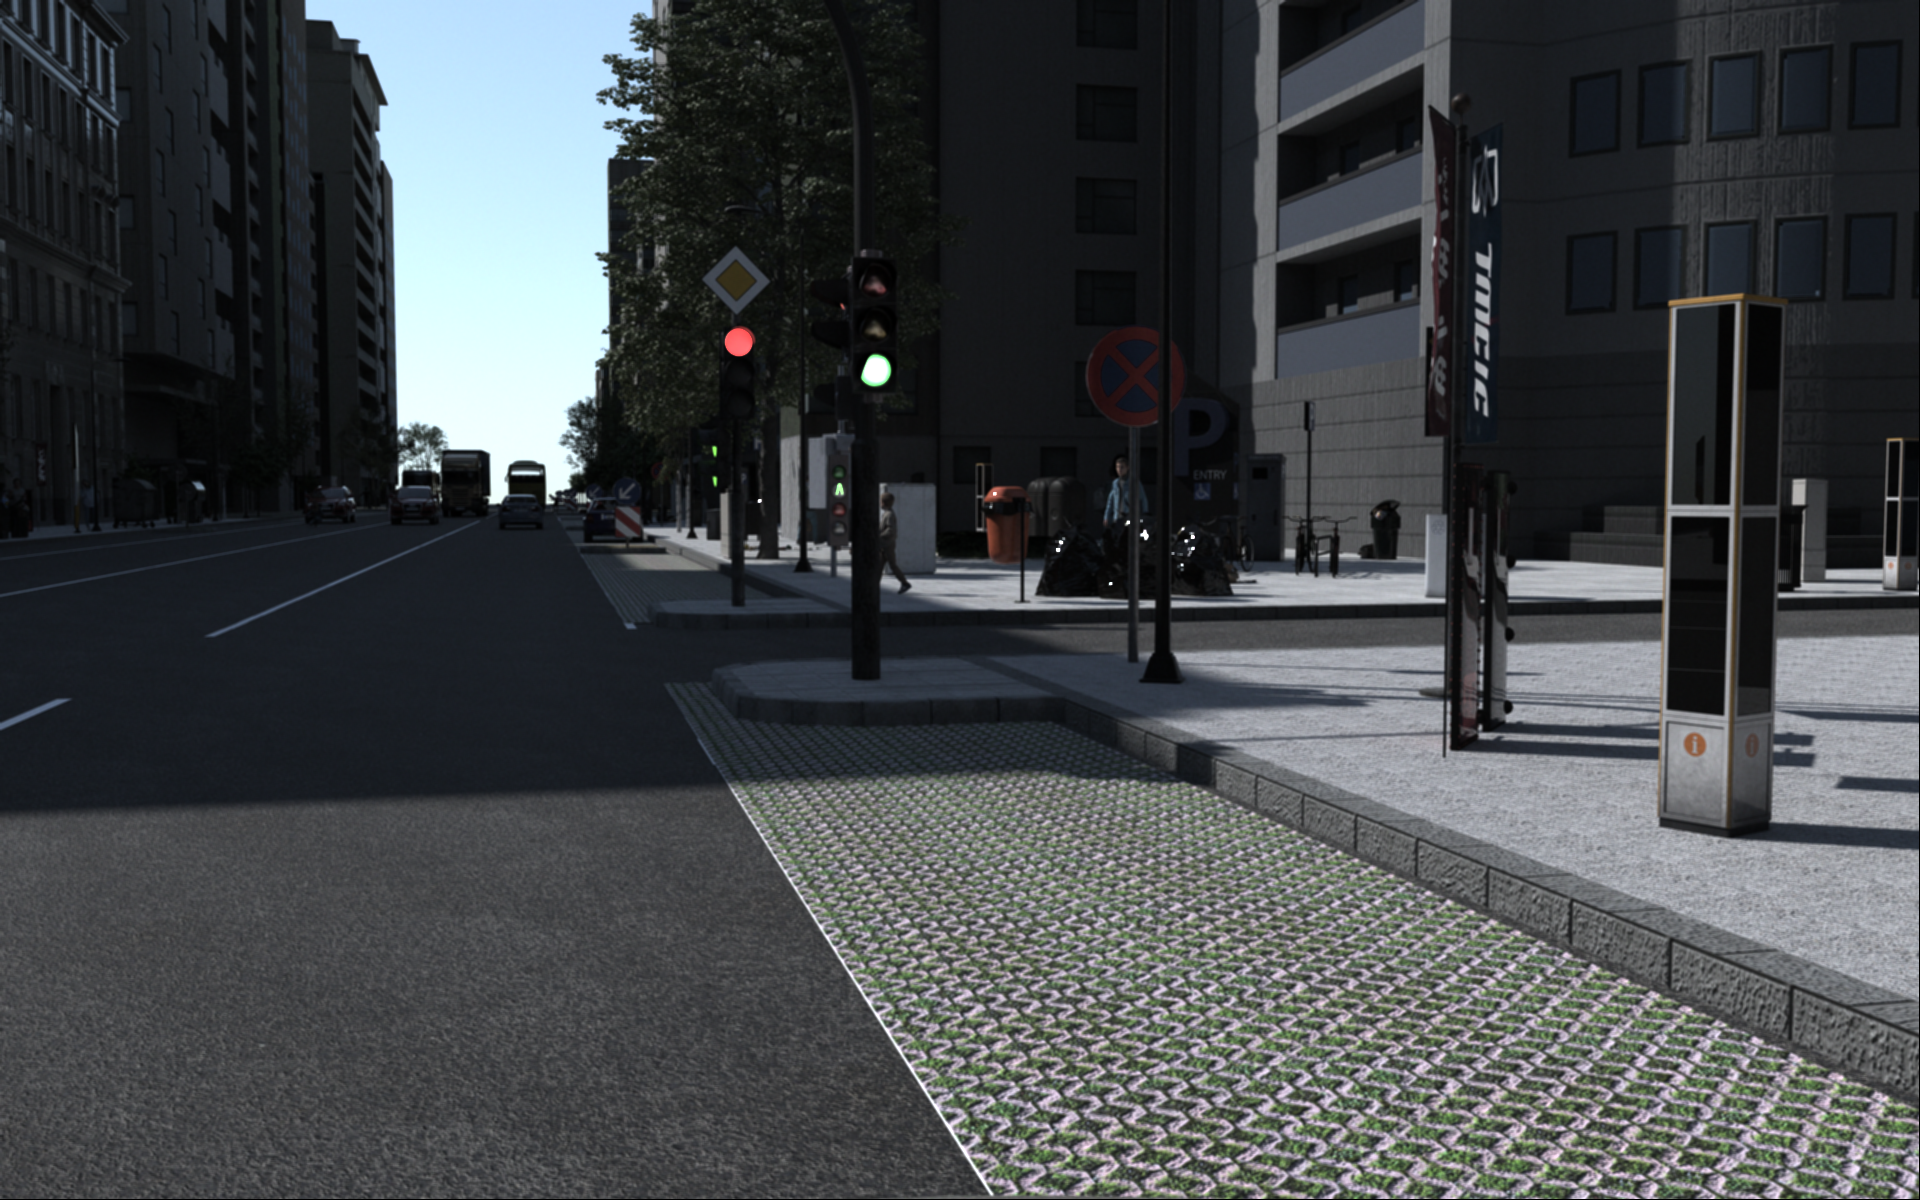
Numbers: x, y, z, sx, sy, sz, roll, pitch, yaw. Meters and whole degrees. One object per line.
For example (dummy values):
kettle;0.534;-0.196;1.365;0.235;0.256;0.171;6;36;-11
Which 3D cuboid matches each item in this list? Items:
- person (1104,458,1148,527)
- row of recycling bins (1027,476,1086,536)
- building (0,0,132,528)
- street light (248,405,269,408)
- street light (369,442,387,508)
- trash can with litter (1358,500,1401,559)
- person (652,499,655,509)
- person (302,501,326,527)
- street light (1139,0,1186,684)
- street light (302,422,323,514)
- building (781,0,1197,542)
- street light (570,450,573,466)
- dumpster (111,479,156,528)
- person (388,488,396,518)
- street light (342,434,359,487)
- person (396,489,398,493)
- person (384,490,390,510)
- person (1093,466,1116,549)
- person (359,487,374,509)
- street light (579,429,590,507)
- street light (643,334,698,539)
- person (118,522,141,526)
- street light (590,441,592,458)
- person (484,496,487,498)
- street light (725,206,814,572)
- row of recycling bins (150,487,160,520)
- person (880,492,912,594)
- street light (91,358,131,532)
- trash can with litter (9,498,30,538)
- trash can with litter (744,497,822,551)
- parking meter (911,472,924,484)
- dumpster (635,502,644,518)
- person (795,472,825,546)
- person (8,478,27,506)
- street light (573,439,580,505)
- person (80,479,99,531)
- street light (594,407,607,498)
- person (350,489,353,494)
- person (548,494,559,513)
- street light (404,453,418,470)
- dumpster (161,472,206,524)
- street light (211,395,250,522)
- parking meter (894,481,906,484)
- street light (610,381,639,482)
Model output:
person;2.335;-1.094;24.269;0.601;1.785;0.444;3;5;41
row of recycling bins;2.280;-2.136;42.033;1.069;1.692;3.534;-1;4;-8
building;-41.770;-16.538;67.656;12.463;27.353;25.104;-1;4;-14
street light;-36.651;-7.192;90.128;1.470;5.913;1.316;-1;4;-14
street light;-52.166;-11.138;154.651;1.470;5.913;1.316;-1;4;-14
trash can with litter;8.198;-1.389;34.092;0.624;1.170;1.055;-1;4;-21
person;-16.138;-5.070;89.059;0.853;1.813;0.709;2;4;25
person;-28.059;-3.765;75.556;1.012;1.151;0.738;1;4;12
street light;0.861;-2.387;11.572;1.470;5.913;1.316;-1;4;-14
street light;-41.724;-8.505;111.596;1.470;5.913;1.316;-1;4;-14
building;1.062;-17.251;53.761;14.160;30.474;14.107;-1;4;-14
street light;-36.711;-11.926;167.533;1.470;5.913;1.316;-1;4;-14
dumpster;-31.135;-3.638;65.235;1.264;1.857;1.865;-1;4;-14
person;-31.201;-5.271;95.352;0.621;1.740;0.551;1;4;20
street light;-46.946;-9.832;133.288;1.470;5.913;1.316;-1;4;-14
person;-59.515;-10.835;183.197;0.705;1.823;1.348;1;4;14
person;-50.468;-8.807;153.049;0.990;1.755;0.434;-3;4;-38
person;2.899;-1.638;32.812;0.713;1.824;0.794;1;4;21
person;-52.630;-9.045;153.556;1.348;1.869;0.705;-1;4;-14
street light;-26.078;-9.213;123.169;1.470;5.913;1.316;-1;4;-14
street light;-8.257;-4.716;49.641;1.470;5.913;1.316;-1;4;-14
person;-33.083;-3.830;68.943;0.850;1.792;0.678;-3;5;-42
street light;-20.504;-7.831;100.570;1.470;5.913;1.316;-1;4;-14
person;-44.320;-9.247;160.513;1.217;1.723;0.721;-3;5;-42
street light;-3.103;-3.405;28.217;1.470;5.913;1.316;-1;4;-14
row of recycling bins;-40.111;-4.686;83.730;1.069;1.692;3.534;1;4;16
person;-0.922;-0.725;22.173;0.640;1.303;0.475;-1;4;-23
street light;-29.029;-5.302;59.236;1.470;5.913;1.316;-1;4;-14
trash can with litter;-27.696;-2.390;50.471;1.055;1.170;0.624;-2;4;-26
trash can with litter;-4.266;-1.753;39.727;2.233;1.210;1.678;-1;4;-11
parking meter;-1.135;-2.489;46.399;0.255;1.863;0.399;1;4;21
dumpster;-16.505;-4.987;87.290;1.264;1.857;1.865;-1;4;-13
person;-3.744;-2.239;42.637;0.713;1.824;0.794;-2;4;-34
person;-29.408;-2.905;53.899;0.532;1.782;0.716;3;5;41
street light;-31.564;-10.605;145.940;1.470;5.913;1.316;-1;4;-14
person;-30.279;-3.302;60.294;0.793;1.790;0.793;1;4;17
street light;-18.744;-7.372;93.073;1.470;5.913;1.316;-1;4;-14
person;-56.798;-9.461;161.264;0.750;1.759;0.617;2;4;31
person;-31.390;-7.463;133.704;0.799;1.438;0.628;-1;4;-14
street light;-61.200;-13.457;192.568;1.470;5.913;1.316;-1;4;-14
dumpster;-33.556;-4.425;74.846;1.502;2.255;1.985;-1;4;-13
street light;-34.256;-6.625;80.863;1.470;5.913;1.316;-1;4;-14
parking meter;-1.258;-1.591;34.431;0.372;1.533;0.369;0;3;0
street light;-13.487;-6.022;71.001;1.470;5.913;1.316;-1;4;-14
